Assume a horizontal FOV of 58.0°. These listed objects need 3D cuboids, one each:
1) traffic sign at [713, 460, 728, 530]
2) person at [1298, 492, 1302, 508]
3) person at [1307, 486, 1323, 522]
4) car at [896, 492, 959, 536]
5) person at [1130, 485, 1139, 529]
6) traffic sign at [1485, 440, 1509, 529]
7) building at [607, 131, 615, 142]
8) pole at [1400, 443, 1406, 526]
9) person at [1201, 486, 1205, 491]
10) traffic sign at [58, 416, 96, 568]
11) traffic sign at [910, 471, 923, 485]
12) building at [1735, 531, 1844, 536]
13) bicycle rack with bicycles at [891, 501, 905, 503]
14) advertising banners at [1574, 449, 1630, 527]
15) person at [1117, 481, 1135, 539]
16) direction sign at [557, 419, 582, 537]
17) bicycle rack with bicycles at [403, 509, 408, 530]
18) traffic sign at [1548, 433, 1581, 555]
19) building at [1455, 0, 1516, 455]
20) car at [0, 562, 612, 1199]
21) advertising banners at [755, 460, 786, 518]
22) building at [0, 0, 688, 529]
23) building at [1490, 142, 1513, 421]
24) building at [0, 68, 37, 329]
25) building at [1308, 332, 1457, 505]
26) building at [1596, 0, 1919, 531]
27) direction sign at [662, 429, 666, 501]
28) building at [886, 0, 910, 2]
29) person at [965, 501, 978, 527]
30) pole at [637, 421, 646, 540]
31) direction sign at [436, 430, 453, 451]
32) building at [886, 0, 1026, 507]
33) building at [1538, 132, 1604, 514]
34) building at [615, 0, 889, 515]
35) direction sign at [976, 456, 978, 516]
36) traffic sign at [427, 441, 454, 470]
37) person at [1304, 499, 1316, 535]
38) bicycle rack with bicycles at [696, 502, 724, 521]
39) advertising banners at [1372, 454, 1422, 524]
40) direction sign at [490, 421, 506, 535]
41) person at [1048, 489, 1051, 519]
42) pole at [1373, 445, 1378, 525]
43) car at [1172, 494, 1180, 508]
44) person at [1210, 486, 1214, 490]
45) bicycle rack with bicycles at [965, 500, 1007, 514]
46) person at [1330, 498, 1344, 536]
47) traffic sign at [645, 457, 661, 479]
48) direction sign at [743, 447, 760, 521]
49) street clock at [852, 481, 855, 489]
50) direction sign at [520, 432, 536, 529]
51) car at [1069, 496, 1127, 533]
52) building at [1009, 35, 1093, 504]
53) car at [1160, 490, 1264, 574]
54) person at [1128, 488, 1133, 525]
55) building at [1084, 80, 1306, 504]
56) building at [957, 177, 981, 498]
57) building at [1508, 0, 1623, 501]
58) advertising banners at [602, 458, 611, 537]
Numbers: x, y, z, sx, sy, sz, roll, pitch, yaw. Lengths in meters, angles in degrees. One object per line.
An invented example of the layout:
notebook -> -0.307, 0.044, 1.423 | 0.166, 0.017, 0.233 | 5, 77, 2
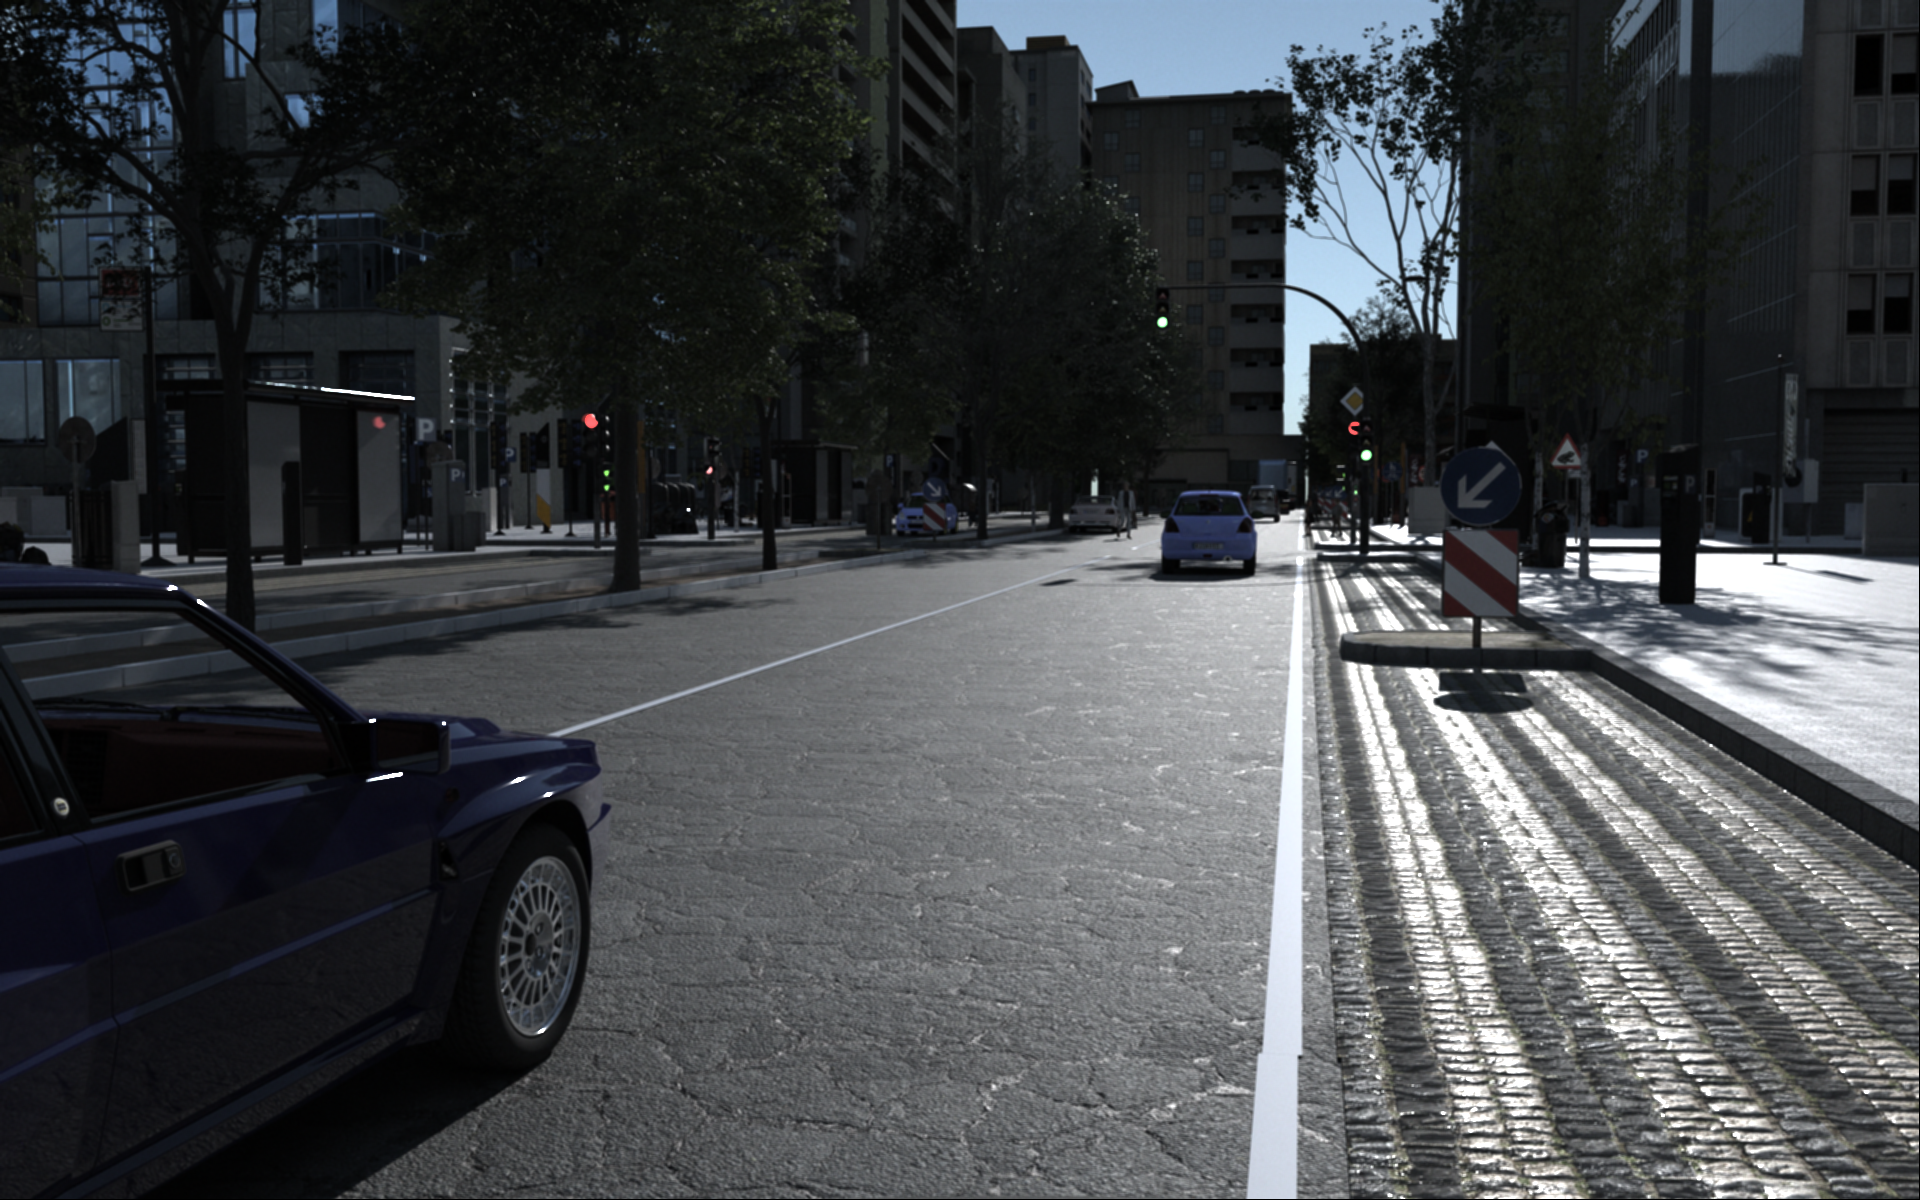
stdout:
traffic sign -> -8.599, -3.752, 61.455 | 0.768, 2.556, 0.104 | 1, 4, 20
person -> 35.181, -10.344, 179.085 | 0.415, 1.643, 0.593 | 1, 4, 18
person -> 17.878, -4.829, 87.411 | 0.822, 1.834, 0.622 | 1, 4, 15
car -> -1.126, -3.083, 59.992 | 1.945, 1.707, 3.694 | 1, 4, 9
person -> 7.157, -3.869, 71.733 | 0.573, 1.828, 0.580 | 0, 4, -6
traffic sign -> 11.378, -2.198, 37.129 | 0.795, 2.450, 0.064 | 1, 4, 14
building -> -26.277, -45.534, 182.729 | 20.611, 71.187, 20.563 | 1, 4, 11
pole -> 17.557, -4.576, 68.666 | 0.158, 3.312, 0.155 | 0, 3, 0
person -> 12.483, -4.907, 88.502 | 0.659, 1.850, 0.755 | 0, 4, -8
traffic sign -> -14.484, -1.730, 28.399 | 0.768, 2.556, 0.104 | 1, 4, 18
traffic sign -> -2.370, -5.773, 94.497 | 0.768, 2.556, 0.104 | 1, 4, 16
building -> 36.150, -14.553, 55.964 | 19.932, 24.808, 12.078 | 1, 4, 11
bicycle rack with bicycles -> -3.391, -4.461, 86.320 | 2.852, 0.926, 2.925 | 0, 4, -4
advertising banners -> 25.193, -4.389, 67.946 | 2.074, 3.025, 0.090 | 0, 4, 7
person -> 5.284, -2.875, 55.386 | 0.514, 1.842, 0.818 | -1, 4, -19
direction sign -> -11.782, -3.690, 52.325 | 0.379, 3.537, 0.876 | 3, 4, 38
bicycle rack with bicycles -> -20.925, -2.922, 61.149 | 2.925, 0.926, 2.852 | 1, 4, 20
traffic sign -> 12.844, -2.244, 36.699 | 0.884, 2.594, 0.081 | 1, 4, 18
building -> 57.995, -38.004, 163.360 | 21.231, 58.520, 28.212 | 1, 4, 11
car -> -2.134, 0.564, 3.361 | 1.945, 1.354, 3.894 | 1, 4, 13
advertising banners -> -9.669, -5.666, 88.833 | 2.074, 3.025, 0.090 | 2, 4, 33
building -> -26.669, -46.773, 77.417 | 22.319, 86.520, 31.000 | 1, 4, 11
building -> 51.163, -22.749, 143.643 | 14.160, 30.474, 14.107 | 1, 4, 11
building -> -55.314, -14.450, 81.294 | 28.899, 21.520, 27.650 | 1, 4, 11
building -> 59.460, -23.045, 221.821 | 28.899, 21.520, 27.650 | 1, 4, 11
building -> 35.945, -15.751, 75.555 | 12.078, 24.808, 19.932 | 1, 4, 11
direction sign -> -10.347, -4.194, 60.576 | 0.379, 3.537, 0.876 | -1, 4, -16
building -> -12.771, -31.406, 137.193 | 21.300, 48.544, 21.600 | 1, 4, 11
person -> 0.670, -3.766, 75.575 | 1.012, 1.151, 0.738 | 0, 4, -7
pole -> -8.882, -3.331, 48.313 | 0.158, 3.312, 0.155 | 0, 3, 0
direction sign -> -18.303, -4.241, 61.341 | 0.876, 3.537, 0.379 | 2, 4, 25
building -> -5.254, -33.992, 179.475 | 21.600, 48.544, 21.300 | 1, 4, 11
building -> 42.672, -17.181, 99.972 | 14.314, 24.678, 30.058 | 1, 4, 11
building -> -12.960, -26.136, 110.921 | 14.154, 41.232, 14.086 | 1, 4, 11
direction sign -> 1.001, -6.756, 102.456 | 0.379, 3.537, 0.876 | 0, 4, 6
traffic sign -> -12.585, -2.551, 41.812 | 0.768, 2.556, 0.104 | 1, 4, 12
person -> 12.063, -2.844, 59.663 | 0.362, 1.253, 0.373 | -3, 4, -36
bicycle rack with bicycles -> -12.292, -4.224, 82.451 | 2.852, 0.926, 2.925 | -2, 4, -26
advertising banners -> 18.979, -4.837, 75.279 | 2.074, 3.025, 0.090 | 1, 4, 15
direction sign -> -14.373, -3.789, 53.948 | 0.876, 3.537, 0.379 | 3, 5, 45
person -> 5.234, -5.566, 100.045 | 0.362, 1.759, 0.519 | 1, 4, 15
pole -> 17.402, -4.811, 72.499 | 0.158, 3.312, 0.155 | 0, 3, 0
car -> 23.499, -10.685, 183.491 | 1.959, 1.807, 4.718 | 1, 4, 10
person -> 12.404, -4.712, 85.503 | 0.822, 1.834, 0.622 | -2, 4, -33
bicycle rack with bicycles -> 1.651, -6.109, 113.258 | 2.925, 0.926, 2.852 | -1, 4, -16
person -> 12.769, -2.802, 58.583 | 0.475, 1.303, 0.640 | 3, 5, 40
traffic sign -> -10.594, -3.616, 59.236 | 0.768, 2.556, 0.104 | 1, 4, 13
direction sign -> -10.060, -5.603, 83.604 | 0.876, 3.537, 0.379 | -1, 4, -22
street clock -> -5.789, -5.379, 92.509 | 0.358, 2.002, 0.471 | 1, 4, 17
direction sign -> -15.844, -4.381, 63.620 | 0.876, 3.537, 0.379 | 3, 4, 37
car -> 5.185, -3.199, 64.668 | 2.083, 1.381, 4.827 | 1, 4, 11
building -> 3.005, -41.991, 228.558 | 28.212, 58.520, 21.231 | 1, 4, 11
car -> 4.677, -1.388, 32.279 | 1.945, 1.707, 3.694 | 1, 4, 10
person -> 7.403, -4.101, 76.230 | 0.598, 1.740, 0.731 | -2, 4, -33
building -> 31.707, -39.051, 227.722 | 27.495, 52.752, 28.713 | 1, 4, 11
building -> -6.269, -23.421, 154.628 | 14.160, 30.474, 14.107 | 1, 4, 11
building -> 48.370, -27.274, 129.521 | 14.154, 41.232, 14.086 | 1, 4, 11
advertising banners -> -10.495, -3.373, 51.339 | 0.090, 3.025, 2.074 | 0, 4, -6
